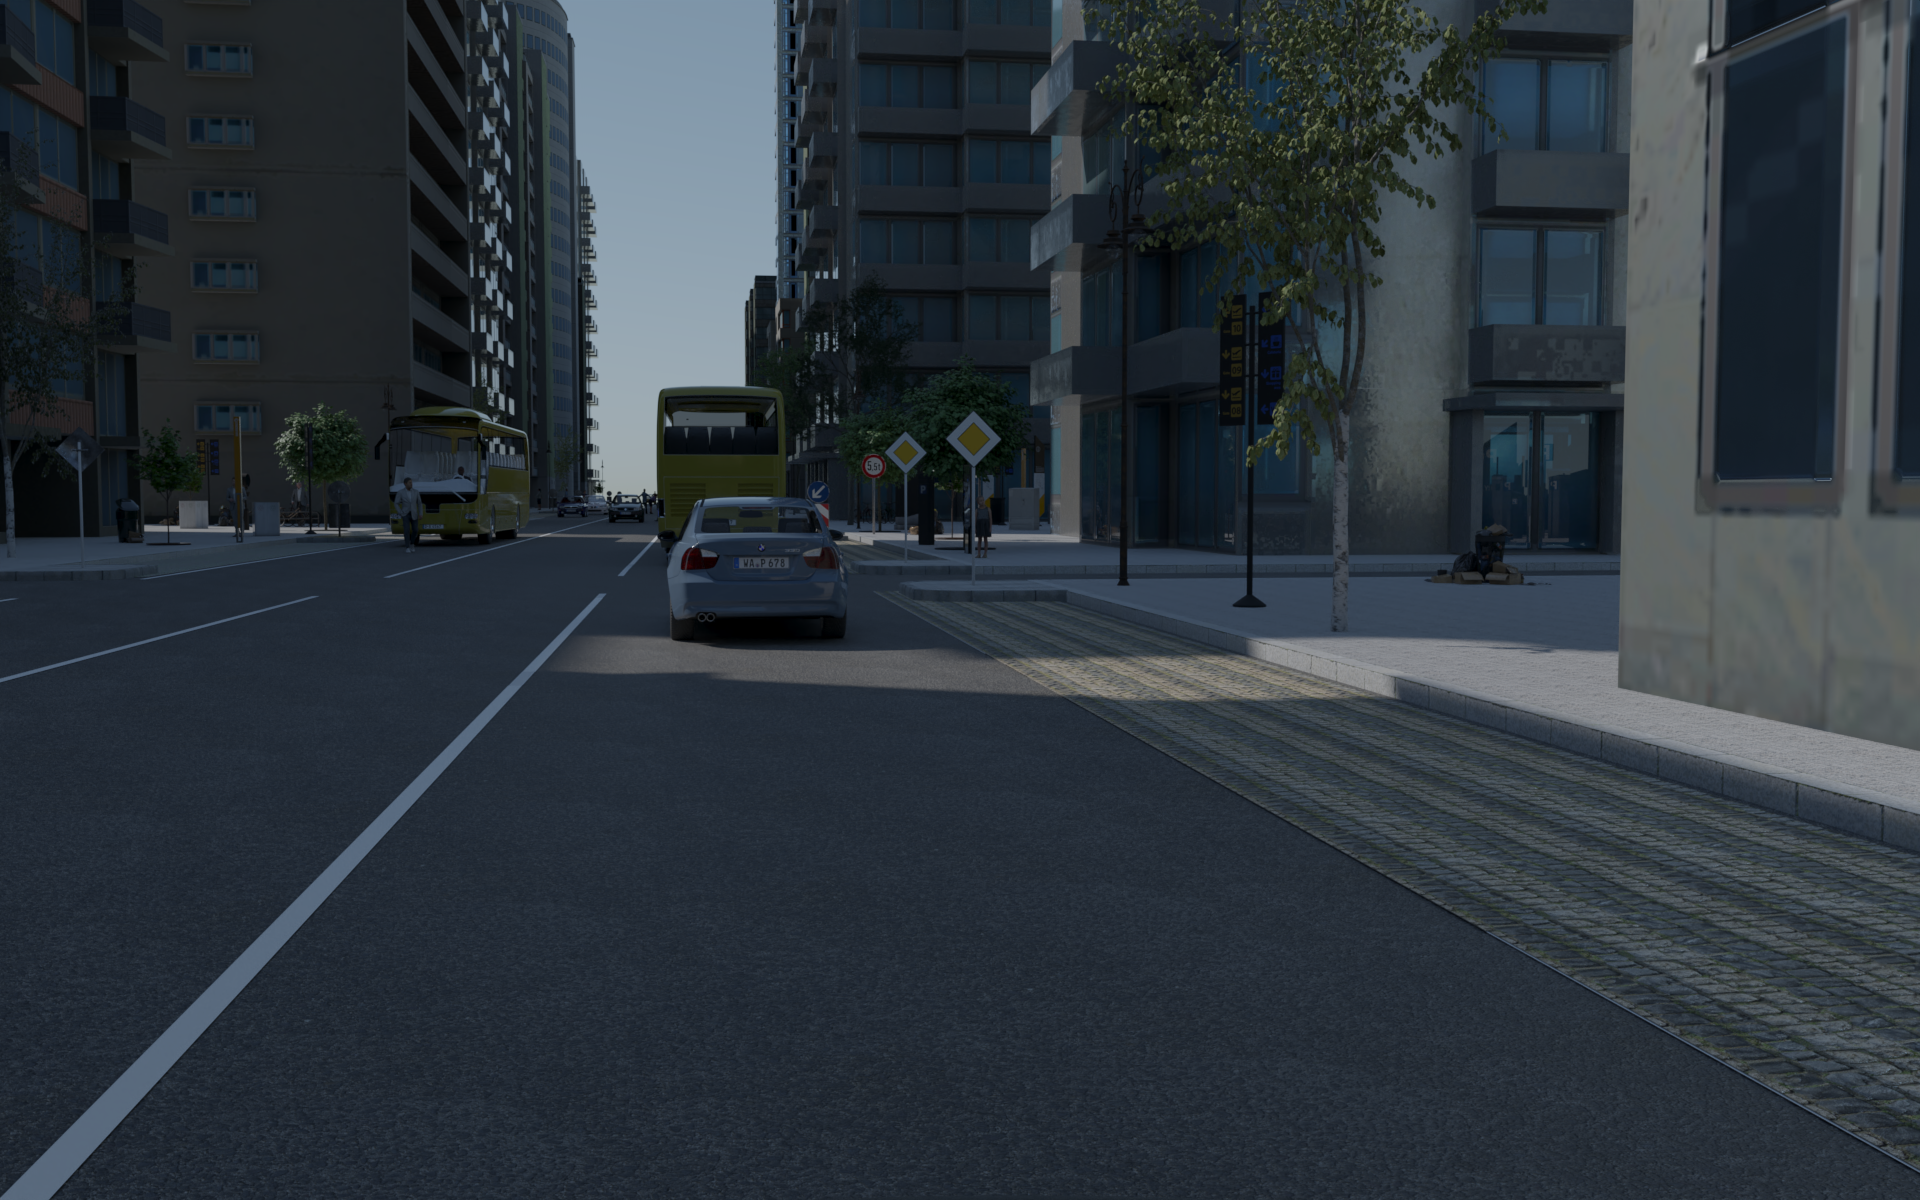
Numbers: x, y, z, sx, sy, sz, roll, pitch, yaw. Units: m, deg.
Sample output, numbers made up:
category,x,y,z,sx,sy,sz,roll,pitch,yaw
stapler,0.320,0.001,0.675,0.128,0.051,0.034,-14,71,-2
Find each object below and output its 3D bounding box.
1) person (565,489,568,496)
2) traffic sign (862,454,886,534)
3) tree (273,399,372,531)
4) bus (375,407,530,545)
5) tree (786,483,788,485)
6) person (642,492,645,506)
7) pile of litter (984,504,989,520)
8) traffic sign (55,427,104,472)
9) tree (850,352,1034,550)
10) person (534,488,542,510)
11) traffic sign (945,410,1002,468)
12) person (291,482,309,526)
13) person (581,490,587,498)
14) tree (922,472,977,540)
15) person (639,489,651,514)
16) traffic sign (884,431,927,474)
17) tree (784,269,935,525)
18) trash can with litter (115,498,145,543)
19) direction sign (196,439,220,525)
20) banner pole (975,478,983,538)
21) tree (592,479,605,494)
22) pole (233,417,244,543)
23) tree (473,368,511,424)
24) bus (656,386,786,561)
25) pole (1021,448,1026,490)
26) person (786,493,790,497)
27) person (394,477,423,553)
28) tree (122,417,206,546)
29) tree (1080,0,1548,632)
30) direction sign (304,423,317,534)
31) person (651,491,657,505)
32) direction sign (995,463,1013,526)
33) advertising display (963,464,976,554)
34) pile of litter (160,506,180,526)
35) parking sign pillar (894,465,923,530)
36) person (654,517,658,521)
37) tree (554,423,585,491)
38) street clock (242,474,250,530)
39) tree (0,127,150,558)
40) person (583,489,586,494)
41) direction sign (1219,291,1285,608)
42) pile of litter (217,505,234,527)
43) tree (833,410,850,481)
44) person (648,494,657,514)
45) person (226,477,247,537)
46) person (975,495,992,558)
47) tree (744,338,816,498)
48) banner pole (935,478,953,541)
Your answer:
category,x,y,z,sx,sy,sz,roll,pitch,yaw
person,-38.716,-10.065,170.587,0.705,1.826,1.348,-1,4,-10
traffic sign,-2.748,-3.369,55.197,0.768,2.556,0.104,0,4,-8
tree,-22.179,-4.692,60.435,4.285,4.588,4.351,0,3,0
bus,-14.966,-3.717,52.315,2.896,3.916,12.252,0,4,-8
tree,-14.689,-8.761,137.847,1.663,3.219,1.824,0,3,0
person,-38.068,-12.206,208.887,0.721,1.723,1.217,-1,4,-22
pile of litter,0.720,-3.628,73.285,1.176,0.858,1.719,2,4,23
traffic sign,-15.220,-1.699,29.968,0.795,2.593,0.064,-1,4,-9
tree,0.037,-3.446,40.050,4.285,4.588,4.351,0,3,0
person,-33.555,-8.013,137.836,0.721,1.735,1.217,1,4,14
traffic sign,0.210,-1.346,24.195,0.795,2.593,0.064,-1,4,-9
person,-26.531,-3.865,69.640,0.661,1.777,0.834,-1,4,-17
person,-28.318,-7.413,130.616,0.541,1.710,0.530,-1,4,-13
tree,-0.111,-3.323,48.929,1.663,3.219,1.824,0,3,0
person,-22.793,-7.139,125.203,1.348,1.826,0.705,0,4,0
traffic sign,-0.983,-1.829,32.091,0.795,2.593,0.064,-1,4,-9
tree,-4.181,-8.368,71.226,7.601,10.594,8.767,-1,4,-14
trash can with litter,-21.705,-2.083,45.443,1.055,1.170,0.624,3,5,43
direction sign,-31.026,-4.863,71.505,0.876,3.537,0.379,0,4,-8
banner pole,0.504,-3.747,51.278,0.401,3.779,0.863,-1,4,-19
tree,-47.213,-14.190,226.599,1.663,3.219,1.824,0,3,0
pole,-19.015,-3.168,45.636,0.158,3.312,0.155,0,3,0
tree,-28.225,-9.159,100.118,4.737,8.622,4.395,0,3,0
bus,-5.548,-2.967,40.052,2.896,3.916,12.252,-1,4,-8
pole,2.842,-5.115,77.469,0.158,3.312,0.155,0,3,0
person,-13.686,-7.784,134.032,1.217,1.735,0.721,-2,4,-26
person,-13.480,-2.077,42.313,0.661,1.843,0.795,-2,4,-29
tree,-19.777,-2.983,43.375,1.663,3.219,1.824,0,3,0
tree,3.309,-4.012,15.967,4.737,8.622,4.395,0,3,0
direction sign,-20.731,-3.866,55.202,0.379,3.537,0.876,-2,4,-35
person,-38.686,-12.914,219.734,1.348,1.812,0.705,-1,4,-20
direction sign,1.739,-4.807,70.584,0.876,3.537,0.379,0,4,-8
advertising display,0.196,-1.959,37.244,0.123,1.923,0.974,-1,4,-9
pile of litter,-32.480,-3.516,71.447,1.176,0.858,1.719,0,4,3
parking sign pillar,-1.670,-4.518,62.342,1.447,3.967,1.447,0,4,3
person,-15.634,-5.032,90.879,0.850,1.850,0.679,1,4,17
tree,-41.077,-14.023,179.640,4.737,8.622,4.395,0,3,0
street clock,-25.342,-3.476,61.410,0.358,2.002,0.471,0,4,-2
tree,-18.882,-5.155,34.655,4.360,8.622,3.978,0,3,0
person,-43.053,-11.788,198.856,0.705,1.814,1.350,-2,4,-28
direction sign,3.297,-1.690,19.621,0.379,3.537,0.876,-3,5,-44
pile of litter,-28.992,-3.361,68.924,1.176,0.858,1.719,-1,4,-12
tree,-2.655,-4.576,58.535,4.285,4.588,4.351,0,3,0
person,-21.977,-6.856,123.824,0.697,1.427,0.421,-2,4,-33
person,-21.581,-2.775,51.611,0.606,1.804,0.583,-1,4,-10
person,0.458,-1.459,34.574,0.362,1.253,0.373,1,4,13
tree,-10.543,-11.492,113.642,9.928,11.665,9.643,0,3,0
banner pole,-0.629,-3.490,47.082,0.863,3.779,0.401,0,4,4
